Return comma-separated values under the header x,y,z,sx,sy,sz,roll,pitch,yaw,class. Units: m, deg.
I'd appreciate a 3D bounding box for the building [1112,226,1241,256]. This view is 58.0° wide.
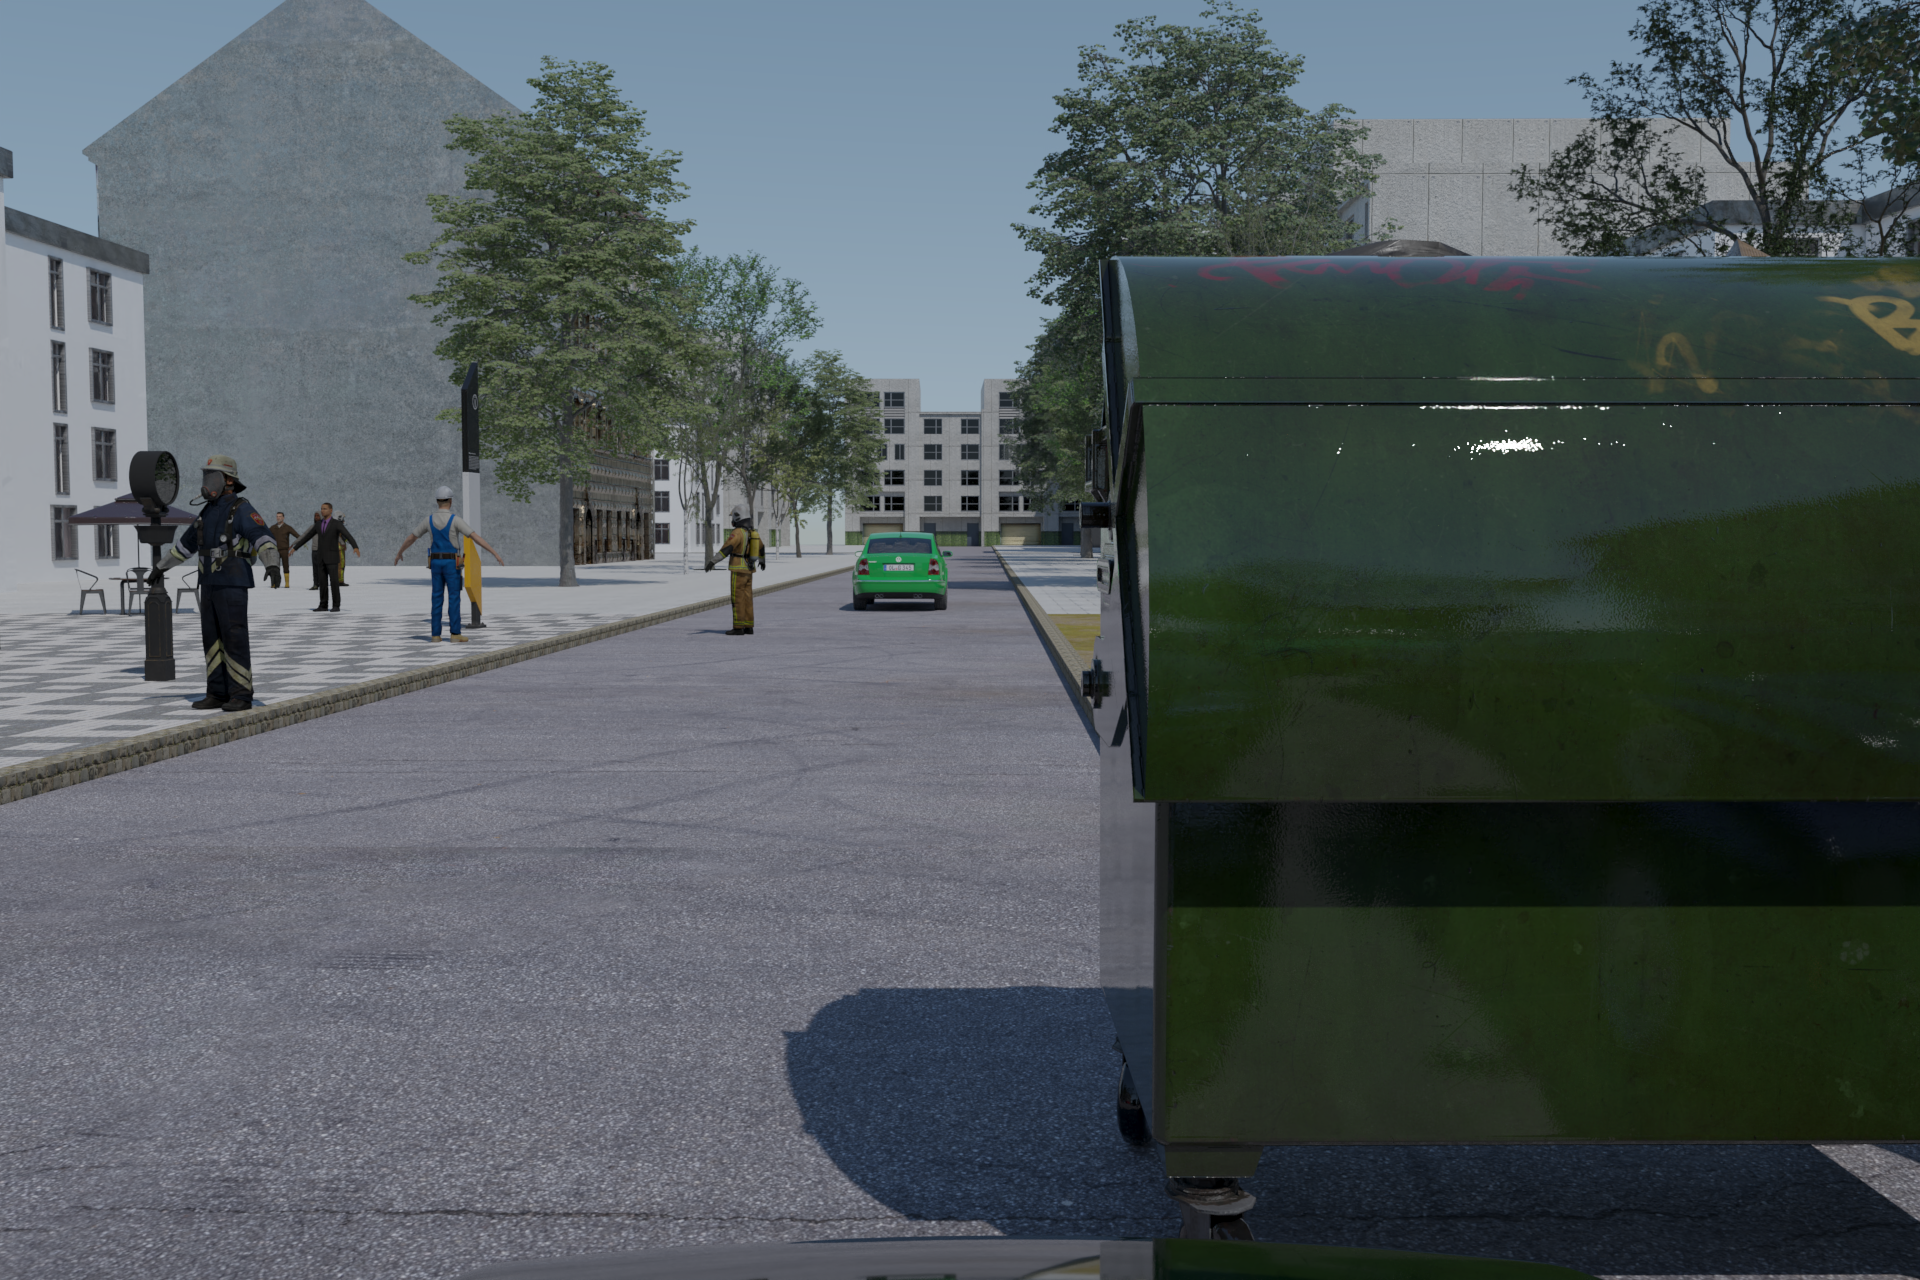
x,y,z,sx,sy,sz,roll,pitch,yaw,class
24.644,-17.576,131.335,27.936,21.610,32.646,0,4,1,building

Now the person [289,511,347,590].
x,y,z,sx,sy,sz,roll,pitch,yaw,class
-14.615,-2.040,39.490,1.348,1.813,0.705,0,4,4,person

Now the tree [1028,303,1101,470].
x,y,z,sx,sy,sz,roll,pitch,yaw,class
6.260,-8.793,69.518,9.928,11.665,9.643,0,3,0,tree

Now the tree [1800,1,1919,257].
x,y,z,sx,sy,sz,roll,pitch,yaw,class
10.346,-6.437,11.906,9.857,13.997,8.962,0,3,0,tree

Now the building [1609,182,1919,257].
x,y,z,sx,sy,sz,roll,pitch,yaw,class
23.429,-6.217,43.803,9.099,9.664,28.070,0,4,0,building

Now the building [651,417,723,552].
x,y,z,sx,sy,sz,roll,pitch,yaw,class
-22.848,-11.793,134.964,9.099,9.664,28.070,0,4,2,building

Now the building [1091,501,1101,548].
x,y,z,sx,sy,sz,roll,pitch,yaw,class
26.279,-20.449,178.311,27.936,21.610,32.646,0,4,0,building

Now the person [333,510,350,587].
x,y,z,sx,sy,sz,roll,pitch,yaw,class
-15.178,-2.239,42.381,1.354,1.858,0.705,3,5,43,person

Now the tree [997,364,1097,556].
x,y,z,sx,sy,sz,roll,pitch,yaw,class
7.299,-11.779,102.963,12.009,13.543,11.850,0,3,0,tree

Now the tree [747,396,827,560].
x,y,z,sx,sy,sz,roll,pitch,yaw,class
-8.843,-8.247,85.197,4.737,8.622,4.395,0,3,0,tree

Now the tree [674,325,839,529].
x,y,z,sx,sy,sz,roll,pitch,yaw,class
-8.891,-8.626,75.453,8.767,10.594,7.601,2,4,24,tree

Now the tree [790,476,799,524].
x,y,z,sx,sy,sz,roll,pitch,yaw,class
-22.428,-17.956,200.241,9.857,13.997,8.962,0,3,0,tree

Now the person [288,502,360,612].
x,y,z,sx,sy,sz,roll,pitch,yaw,class
-10.440,-1.366,28.565,1.346,1.802,0.704,1,4,16,person

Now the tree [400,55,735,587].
x,y,z,sx,sy,sz,roll,pitch,yaw,class
-9.311,-7.543,41.454,7.486,12.596,7.792,0,3,0,tree

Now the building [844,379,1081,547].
x,y,z,sx,sy,sz,roll,pitch,yaw,class
2.630,-20.493,203.975,31.486,18.905,16.747,0,4,-1,building

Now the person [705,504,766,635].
x,y,z,sx,sy,sz,roll,pitch,yaw,class
-3.122,-1.001,24.594,0.705,1.858,1.354,2,4,29,person

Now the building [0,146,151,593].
x,y,z,sx,sy,sz,roll,pitch,yaw,class
-25.272,-5.871,38.141,9.099,9.664,28.070,0,4,1,building

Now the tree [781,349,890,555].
x,y,z,sx,sy,sz,roll,pitch,yaw,class
-7.834,-11.528,106.617,7.486,12.596,7.792,0,3,0,tree

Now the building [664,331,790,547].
x,y,z,sx,sy,sz,roll,pitch,yaw,class
-26.662,-18.302,165.698,16.747,18.905,31.486,0,4,2,building

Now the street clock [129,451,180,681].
x,y,z,sx,sy,sz,roll,pitch,yaw,class
-7.008,-0.645,15.117,0.358,2.002,0.471,0,4,1,street clock

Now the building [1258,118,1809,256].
x,y,z,sx,sy,sz,roll,pitch,yaw,class
24.423,-13.213,82.495,16.747,18.905,31.486,0,4,1,building

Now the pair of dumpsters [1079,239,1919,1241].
x,y,z,sx,sy,sz,roll,pitch,yaw,class
2.466,0.081,3.631,4.436,2.255,1.574,0,4,0,pair of dumpsters

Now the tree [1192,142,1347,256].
x,y,z,sx,sy,sz,roll,pitch,yaw,class
6.105,-5.060,33.094,4.360,8.622,3.978,0,3,0,tree

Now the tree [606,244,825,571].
x,y,z,sx,sy,sz,roll,pitch,yaw,class
-8.796,-8.287,61.249,9.928,11.665,9.643,0,3,0,tree

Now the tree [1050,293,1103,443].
x,y,z,sx,sy,sz,roll,pitch,yaw,class
6.590,-7.444,56.120,7.601,10.594,8.767,-3,5,-41,tree

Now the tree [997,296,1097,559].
x,y,z,sx,sy,sz,roll,pitch,yaw,class
6.795,-11.263,90.802,9.857,13.997,8.962,0,3,0,tree

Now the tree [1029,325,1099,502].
x,y,z,sx,sy,sz,roll,pitch,yaw,class
7.088,-9.891,79.847,7.486,12.596,7.792,0,3,0,tree

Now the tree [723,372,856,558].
x,y,z,sx,sy,sz,roll,pitch,yaw,class
-8.954,-9.731,93.516,7.601,10.594,8.767,3,4,39,tree

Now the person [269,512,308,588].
x,y,z,sx,sy,sz,roll,pitch,yaw,class
-16.124,-2.138,41.097,1.346,1.812,0.704,0,4,-2,person

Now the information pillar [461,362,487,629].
x,y,z,sx,sy,sz,roll,pitch,yaw,class
-6.601,-1.961,23.422,0.183,3.616,0.504,0,4,2,information pillar

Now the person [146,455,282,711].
x,y,z,sx,sy,sz,roll,pitch,yaw,class
-5.378,-0.418,12.607,1.354,1.856,0.705,2,4,28,person

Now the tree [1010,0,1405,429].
x,y,z,sx,sy,sz,roll,pitch,yaw,class
6.123,-8.278,41.998,9.857,13.997,8.962,0,3,0,tree

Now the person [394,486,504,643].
x,y,z,sx,sy,sz,roll,pitch,yaw,class
-6.085,-0.897,20.517,1.347,1.847,0.705,0,4,6,person

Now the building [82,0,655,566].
x,y,z,sx,sy,sz,roll,pitch,yaw,class
-24.715,-15.074,77.386,19.493,23.208,18.063,0,4,1,building

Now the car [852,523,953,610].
x,y,z,sx,sy,sz,roll,pitch,yaw,class
-1.124,-1.541,33.986,1.959,1.807,4.718,0,3,0,car

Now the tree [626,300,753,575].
x,y,z,sx,sy,sz,roll,pitch,yaw,class
-8.898,-6.369,54.501,4.360,8.622,3.978,0,3,0,tree

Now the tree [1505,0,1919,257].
x,y,z,sx,sy,sz,roll,pitch,yaw,class
11.756,-5.462,23.711,8.767,10.594,7.601,1,4,22,tree
